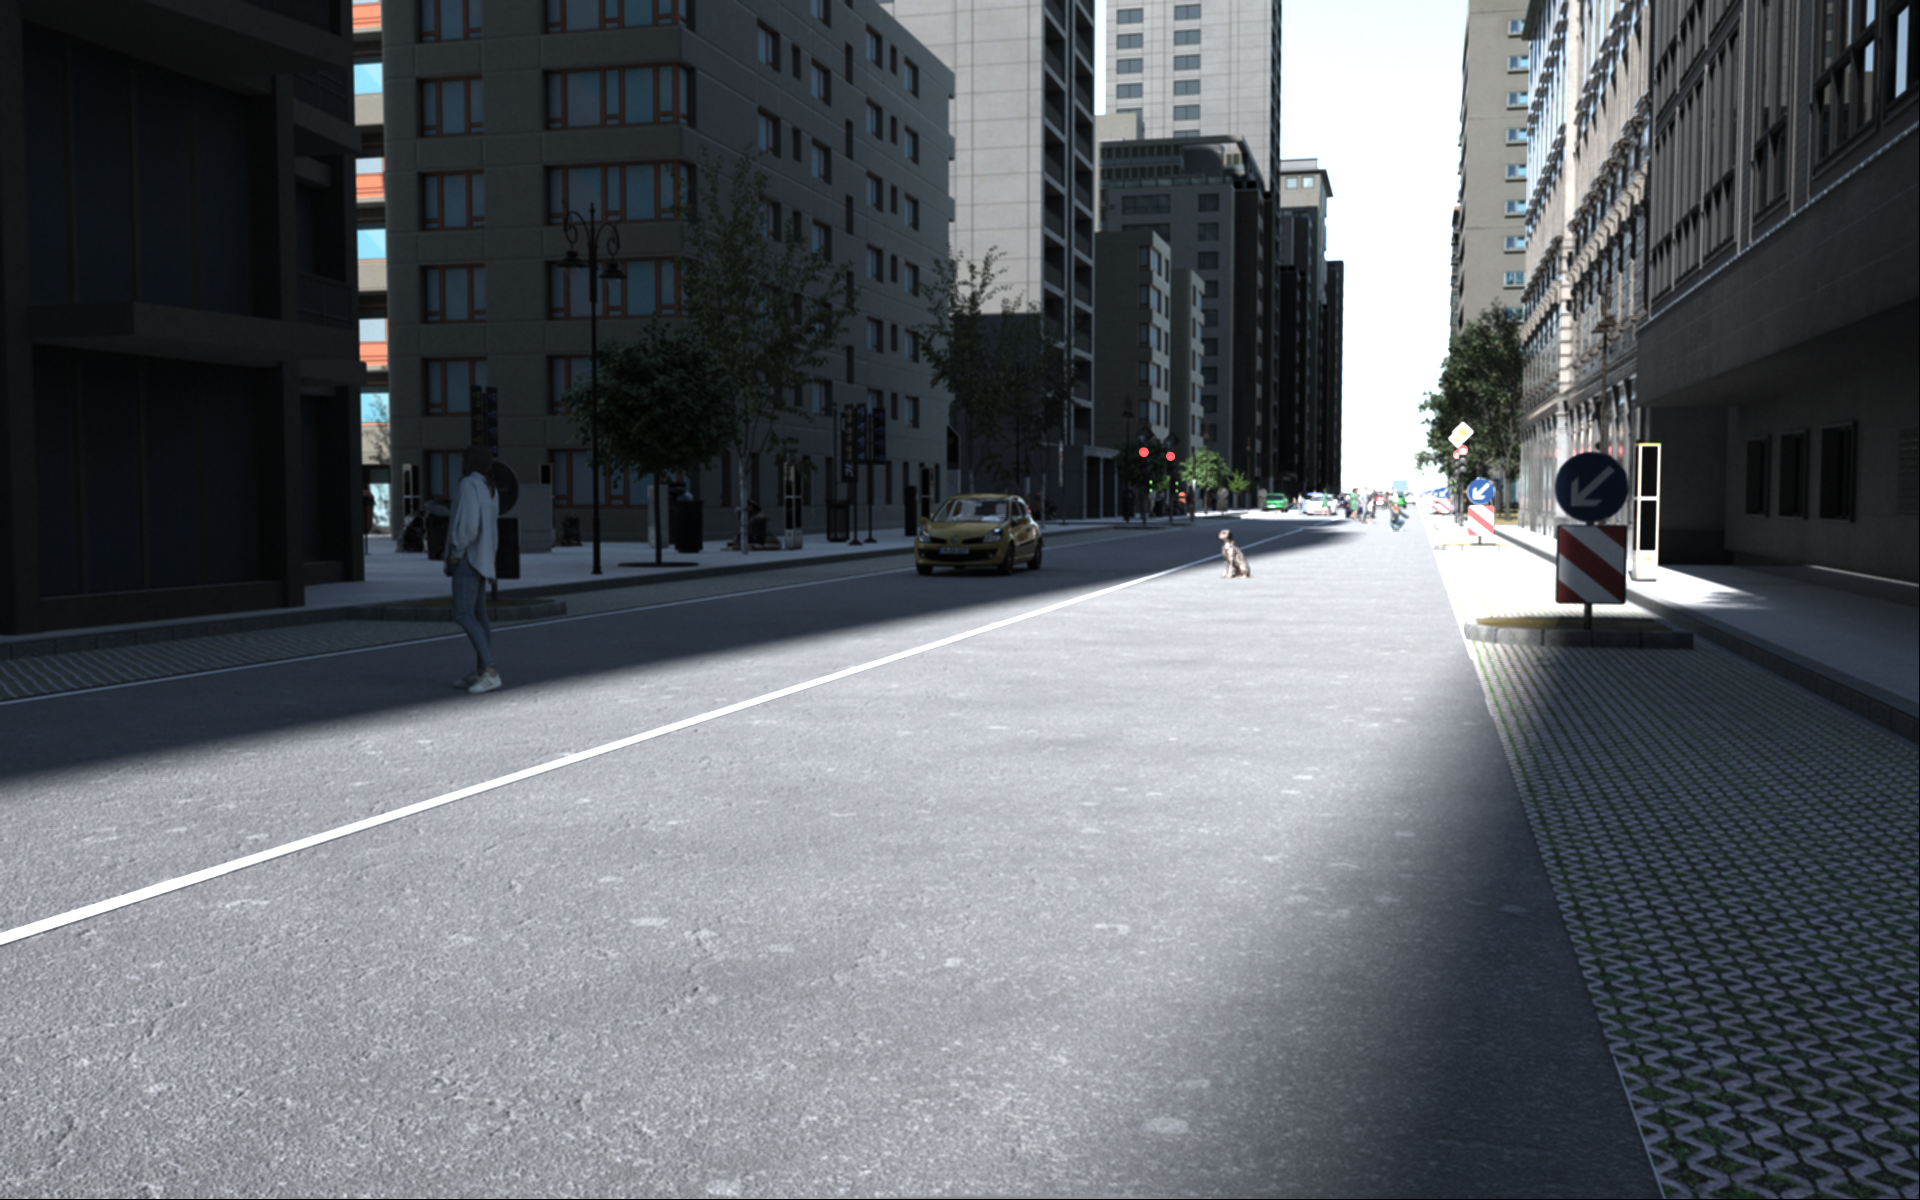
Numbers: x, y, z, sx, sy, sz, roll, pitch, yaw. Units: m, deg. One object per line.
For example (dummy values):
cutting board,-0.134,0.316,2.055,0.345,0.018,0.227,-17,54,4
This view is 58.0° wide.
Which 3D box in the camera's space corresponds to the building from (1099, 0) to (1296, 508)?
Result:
building,28.536,-46.599,200.142,20.563,71.187,20.611,1,4,15

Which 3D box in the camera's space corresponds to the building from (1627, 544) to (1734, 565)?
building,19.243,-11.570,38.321,9.793,20.994,18.267,1,4,15

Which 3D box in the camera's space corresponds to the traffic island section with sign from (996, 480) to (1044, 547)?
traffic island section with sign,1.206,-2.330,46.716,1.989,1.847,2.006,1,4,15

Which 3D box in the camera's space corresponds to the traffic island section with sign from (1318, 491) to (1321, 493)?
traffic island section with sign,41.771,-11.792,201.430,1.989,1.847,2.006,1,4,15

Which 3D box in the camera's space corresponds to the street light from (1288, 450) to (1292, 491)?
street light,34.645,-12.810,182.234,0.468,5.910,1.993,1,4,15

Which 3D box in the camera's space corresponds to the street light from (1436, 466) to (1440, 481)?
street light,83.070,-20.111,301.597,0.468,5.910,1.993,1,4,15

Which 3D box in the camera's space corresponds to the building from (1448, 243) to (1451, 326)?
building,83.233,-36.673,254.225,22.147,44.769,28.867,1,4,15

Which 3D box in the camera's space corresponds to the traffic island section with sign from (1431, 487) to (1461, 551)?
traffic island section with sign,13.015,-2.149,43.761,1.989,1.847,2.006,1,4,15

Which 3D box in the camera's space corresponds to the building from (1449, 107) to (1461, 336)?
building,63.022,-32.129,179.930,22.147,44.769,28.867,1,4,15

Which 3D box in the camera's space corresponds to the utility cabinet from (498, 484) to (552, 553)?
utility cabinet,-9.459,-1.761,37.464,1.173,1.500,0.318,-3,4,-37

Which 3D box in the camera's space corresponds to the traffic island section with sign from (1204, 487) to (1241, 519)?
traffic island section with sign,15.203,-5.594,100.084,1.989,1.847,2.006,1,4,15

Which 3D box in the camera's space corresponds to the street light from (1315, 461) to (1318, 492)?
street light,48.117,-15.957,233.676,0.468,5.910,1.993,1,4,15

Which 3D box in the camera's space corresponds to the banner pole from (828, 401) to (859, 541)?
banner pole,-3.148,-3.476,46.853,0.863,3.779,0.401,1,4,10

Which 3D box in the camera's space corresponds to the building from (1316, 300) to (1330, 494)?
building,46.913,-29.584,255.397,14.160,30.474,14.107,1,4,15

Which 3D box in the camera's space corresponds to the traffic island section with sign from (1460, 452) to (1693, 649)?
traffic island section with sign,6.013,-0.514,17.037,1.989,1.847,2.006,1,4,15

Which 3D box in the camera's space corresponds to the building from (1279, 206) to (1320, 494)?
building,42.266,-34.085,240.881,14.154,41.232,14.086,1,4,15

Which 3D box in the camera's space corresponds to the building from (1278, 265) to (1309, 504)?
building,36.074,-27.255,217.326,14.160,30.474,14.107,1,4,15

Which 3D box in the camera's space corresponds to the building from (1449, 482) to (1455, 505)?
building,75.048,-31.375,204.857,32.217,40.220,23.993,1,4,15

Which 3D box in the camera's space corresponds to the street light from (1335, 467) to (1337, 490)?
street light,63.331,-19.491,291.460,0.468,5.910,1.993,1,4,15

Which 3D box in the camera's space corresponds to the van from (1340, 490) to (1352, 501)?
van,41.700,-10.988,186.668,2.013,2.044,4.112,1,4,15

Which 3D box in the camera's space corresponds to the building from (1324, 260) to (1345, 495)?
building,57.995,-37.455,295.983,14.154,41.232,14.086,1,4,15

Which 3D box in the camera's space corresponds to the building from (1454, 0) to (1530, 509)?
building,56.037,-32.509,155.217,21.300,48.544,21.600,1,4,15

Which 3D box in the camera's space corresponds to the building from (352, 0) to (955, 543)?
building,-17.690,-13.264,61.904,28.899,21.520,27.650,1,4,15

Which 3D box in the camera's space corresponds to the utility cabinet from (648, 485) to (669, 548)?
utility cabinet,-7.210,-1.996,41.314,0.318,1.500,1.173,-1,4,-20

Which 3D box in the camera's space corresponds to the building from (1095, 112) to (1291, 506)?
building,17.991,-29.905,180.831,32.217,40.220,23.993,1,4,15

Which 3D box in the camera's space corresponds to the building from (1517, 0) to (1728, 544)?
building,23.659,-12.652,56.014,9.793,20.994,18.267,1,4,15

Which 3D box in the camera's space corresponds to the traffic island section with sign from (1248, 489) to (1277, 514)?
traffic island section with sign,22.195,-7.227,126.790,1.989,1.847,2.006,1,4,15

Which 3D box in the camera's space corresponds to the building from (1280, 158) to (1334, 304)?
building,44.297,-42.062,276.949,28.713,52.752,27.495,1,4,15

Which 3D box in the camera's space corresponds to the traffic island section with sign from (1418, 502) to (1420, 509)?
traffic island section with sign,33.969,-7.038,123.704,1.989,1.847,2.006,1,4,15

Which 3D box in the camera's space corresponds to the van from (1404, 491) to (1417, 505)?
van,60.851,-13.927,234.713,2.013,2.044,4.112,1,4,13

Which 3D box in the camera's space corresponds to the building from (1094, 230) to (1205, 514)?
building,2.886,-17.494,131.059,27.650,21.520,28.899,1,4,15

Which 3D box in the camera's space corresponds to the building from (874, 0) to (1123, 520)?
building,-1.094,-40.277,96.788,20.563,71.187,20.611,1,4,15

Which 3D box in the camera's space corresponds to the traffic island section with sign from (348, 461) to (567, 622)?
traffic island section with sign,-5.728,-0.711,20.253,1.989,1.847,2.006,1,4,15

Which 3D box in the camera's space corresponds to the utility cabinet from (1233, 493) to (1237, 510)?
utility cabinet,22.226,-8.031,139.989,0.318,1.500,1.173,1,4,9

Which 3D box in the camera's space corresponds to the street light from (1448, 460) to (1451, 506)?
street light,54.297,-13.421,192.226,0.468,5.910,1.993,1,4,15

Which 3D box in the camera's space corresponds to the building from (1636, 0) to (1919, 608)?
building,15.868,-13.674,17.073,14.314,27.812,24.014,1,4,15

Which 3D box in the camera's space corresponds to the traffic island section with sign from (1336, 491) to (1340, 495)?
traffic island section with sign,55.596,-15.021,254.225,1.989,1.847,2.006,1,4,15

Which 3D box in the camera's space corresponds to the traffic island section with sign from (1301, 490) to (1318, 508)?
traffic island section with sign,34.909,-10.192,175.265,1.989,1.847,2.006,1,4,15

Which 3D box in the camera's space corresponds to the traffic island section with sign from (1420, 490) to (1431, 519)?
traffic island section with sign,27.136,-5.443,97.626,1.989,1.847,2.006,1,4,15

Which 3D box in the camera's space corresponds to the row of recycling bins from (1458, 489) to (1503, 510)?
row of recycling bins,41.067,-7.926,136.695,3.534,1.692,1.069,2,4,26

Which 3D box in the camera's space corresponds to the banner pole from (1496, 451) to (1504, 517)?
banner pole,30.527,-6.581,97.613,0.401,3.779,0.863,0,4,4

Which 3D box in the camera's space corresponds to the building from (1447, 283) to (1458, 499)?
building,73.569,-28.332,234.933,14.160,30.474,14.107,1,4,15

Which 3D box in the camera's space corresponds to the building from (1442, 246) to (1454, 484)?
building,91.654,-40.581,283.103,23.786,49.044,30.456,1,4,15

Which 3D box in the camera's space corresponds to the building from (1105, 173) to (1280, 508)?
building,21.492,-23.761,160.186,14.160,30.474,14.107,1,4,15

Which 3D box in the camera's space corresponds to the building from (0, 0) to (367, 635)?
building,-18.902,-21.909,12.835,22.147,44.769,28.867,1,4,15

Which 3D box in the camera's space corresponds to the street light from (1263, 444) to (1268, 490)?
street light,27.041,-11.037,153.237,0.468,5.910,1.993,1,4,15

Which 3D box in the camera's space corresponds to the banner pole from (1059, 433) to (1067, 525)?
banner pole,4.186,-4.949,70.925,0.401,3.779,0.863,1,4,23
